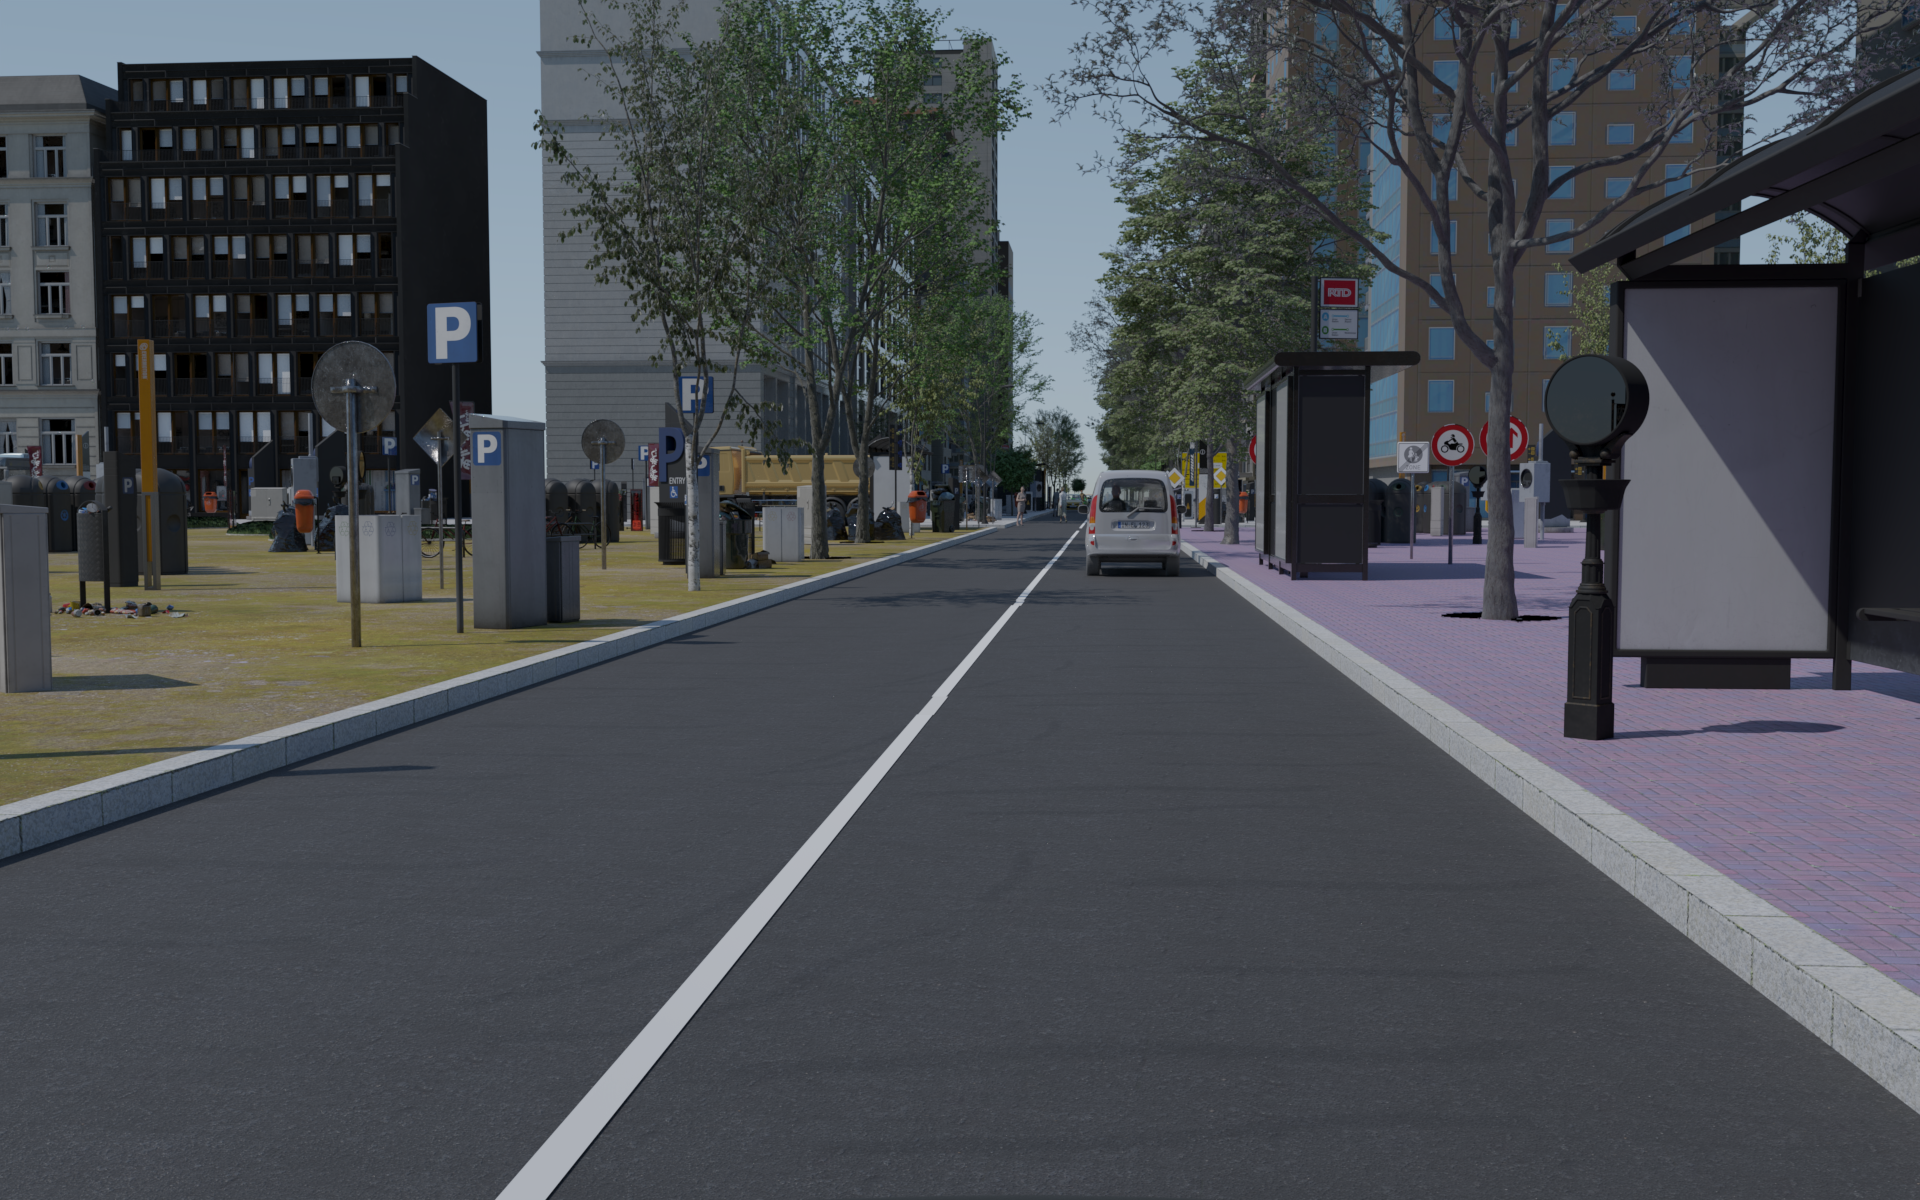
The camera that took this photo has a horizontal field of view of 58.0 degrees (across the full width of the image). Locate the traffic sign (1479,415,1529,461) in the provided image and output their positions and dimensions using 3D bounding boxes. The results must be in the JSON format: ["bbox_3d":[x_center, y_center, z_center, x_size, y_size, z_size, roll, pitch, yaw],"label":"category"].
[{"bbox_3d":[8.729,-1.698,27.874,0.768,2.556,0.104,1,4,9],"label":"traffic sign"}]

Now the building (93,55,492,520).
[{"bbox_3d":[-34.960,-16.077,92.540,15.834,23.373,12.332,0,4,5],"label":"building"}]

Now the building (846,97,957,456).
[{"bbox_3d":[-12.001,-32.975,193.771,22.147,44.769,28.867,0,4,5],"label":"building"}]

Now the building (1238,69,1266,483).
[{"bbox_3d":[40.022,-31.828,175.016,22.147,44.769,28.867,0,4,5],"label":"building"}]

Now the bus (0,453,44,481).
[{"bbox_3d":[-44.909,-4.799,73.320,13.247,3.499,2.948,0,4,6],"label":"bus"}]

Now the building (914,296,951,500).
[{"bbox_3d":[-15.907,-19.623,165.880,27.650,21.520,28.899,0,4,5],"label":"building"}]

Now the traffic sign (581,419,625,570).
[{"bbox_3d":[-6.053,-1.790,29.378,0.768,2.556,0.104,0,4,5],"label":"traffic sign"}]

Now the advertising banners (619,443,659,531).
[{"bbox_3d":[-11.175,-3.884,59.688,2.074,3.025,0.090,1,4,23],"label":"advertising banners"}]

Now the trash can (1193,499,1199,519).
[{"bbox_3d":[14.017,-5.459,100.908,0.748,1.137,0.748,0,3,0],"label":"trash can"}]

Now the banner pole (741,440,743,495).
[{"bbox_3d":[-10.092,-5.516,80.205,0.401,3.779,0.863,0,4,-4],"label":"banner pole"}]

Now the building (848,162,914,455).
[{"bbox_3d":[-14.959,-20.066,132.601,19.350,26.468,34.151,0,4,5],"label":"building"}]

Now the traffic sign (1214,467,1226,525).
[{"bbox_3d":[10.962,-4.375,72.723,0.795,2.450,0.064,1,4,11],"label":"traffic sign"}]

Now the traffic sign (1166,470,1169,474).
[{"bbox_3d":[8.776,-4.263,73.341,0.795,2.450,0.064,0,4,5],"label":"traffic sign"}]

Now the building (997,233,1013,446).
[{"bbox_3d":[1.816,-39.551,296.761,14.600,45.320,14.200,0,4,5],"label":"building"}]

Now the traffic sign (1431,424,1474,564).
[{"bbox_3d":[8.947,-1.922,31.528,0.768,2.556,0.104,0,4,7],"label":"traffic sign"}]

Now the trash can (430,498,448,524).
[{"bbox_3d":[-20.025,-3.357,66.544,0.748,1.137,0.748,0,3,0],"label":"trash can"}]

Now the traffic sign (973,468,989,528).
[{"bbox_3d":[0.727,-3.816,66.036,0.795,2.450,0.064,0,4,5],"label":"traffic sign"}]

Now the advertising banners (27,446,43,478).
[{"bbox_3d":[-32.573,-4.057,62.513,2.074,3.025,0.090,0,4,-3],"label":"advertising banners"}]

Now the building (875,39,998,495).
[{"bbox_3d":[-2.237,-51.358,277.954,20.563,71.187,20.611,0,4,5],"label":"building"}]

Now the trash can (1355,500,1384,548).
[{"bbox_3d":[9.725,-1.813,41.298,0.748,1.137,0.748,0,3,0],"label":"trash can"}]

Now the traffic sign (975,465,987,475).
[{"bbox_3d":[0.798,-4.566,74.768,0.768,2.556,0.104,1,4,8],"label":"traffic sign"}]

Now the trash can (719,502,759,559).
[{"bbox_3d":[-4.017,-1.205,31.356,0.748,1.137,0.748,0,3,0],"label":"trash can"}]

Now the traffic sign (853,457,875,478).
[{"bbox_3d":[-3.213,-3.532,57.861,0.768,2.556,0.104,1,4,10],"label":"traffic sign"}]

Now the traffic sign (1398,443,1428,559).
[{"bbox_3d":[8.904,-1.955,34.094,0.606,2.300,0.079,0,4,7],"label":"traffic sign"}]

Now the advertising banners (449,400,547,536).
[{"bbox_3d":[-8.835,-2.263,33.195,0.090,3.025,2.074,3,5,43],"label":"advertising banners"}]

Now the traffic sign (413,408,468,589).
[{"bbox_3d":[-6.999,-1.355,23.338,0.795,2.450,0.064,1,4,11],"label":"traffic sign"}]

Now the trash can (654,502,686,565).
[{"bbox_3d":[-5.173,-1.210,31.436,0.748,1.137,0.748,0,3,0],"label":"trash can"}]

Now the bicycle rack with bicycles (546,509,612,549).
[{"bbox_3d":[-9.497,-1.650,40.359,2.925,0.926,2.852,-3,4,-36],"label":"bicycle rack with bicycles"}]

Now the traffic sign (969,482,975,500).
[{"bbox_3d":[0.835,-6.515,107.707,0.795,2.450,0.064,1,4,8],"label":"traffic sign"}]

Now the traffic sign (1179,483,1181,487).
[{"bbox_3d":[12.868,-6.212,101.676,0.768,2.556,0.104,1,4,9],"label":"traffic sign"}]

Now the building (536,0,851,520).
[{"bbox_3d":[-13.989,-19.749,100.383,11.434,29.767,29.804,0,4,5],"label":"building"}]

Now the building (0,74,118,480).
[{"bbox_3d":[-58.024,-16.154,97.397,30.059,22.955,16.112,0,4,5],"label":"building"}]

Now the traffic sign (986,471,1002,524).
[{"bbox_3d":[1.410,-4.303,73.992,0.795,2.450,0.064,0,4,5],"label":"traffic sign"}]

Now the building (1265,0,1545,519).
[{"bbox_3d":[26.387,-27.910,106.446,14.600,45.320,14.200,0,4,5],"label":"building"}]

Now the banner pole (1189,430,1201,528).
[{"bbox_3d":[8.873,-4.630,65.719,0.401,3.779,0.863,-1,4,-17],"label":"banner pole"}]

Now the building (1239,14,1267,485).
[{"bbox_3d":[42.036,-46.518,198.821,20.563,71.187,20.611,0,4,5],"label":"building"}]

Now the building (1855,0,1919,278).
[{"bbox_3d":[58.781,-28.460,89.015,21.600,48.544,21.300,0,4,5],"label":"building"}]

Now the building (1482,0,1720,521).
[{"bbox_3d":[28.937,-26.795,88.211,14.200,45.320,14.600,0,4,5],"label":"building"}]

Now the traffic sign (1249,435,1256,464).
[{"bbox_3d":[6.177,-2.121,34.785,0.768,2.556,0.104,1,4,9],"label":"traffic sign"}]

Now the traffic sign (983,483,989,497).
[{"bbox_3d":[1.818,-7.419,121.413,0.768,2.556,0.104,1,4,14],"label":"traffic sign"}]

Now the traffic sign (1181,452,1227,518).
[{"bbox_3d":[11.817,-5.492,83.668,2.265,3.308,0.079,1,4,11],"label":"traffic sign"}]

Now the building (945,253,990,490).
[{"bbox_3d":[-11.215,-34.562,256.970,32.217,40.220,23.993,0,4,5],"label":"building"}]

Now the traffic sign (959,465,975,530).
[{"bbox_3d":[0.242,-3.616,61.249,0.606,2.300,0.079,1,4,14],"label":"traffic sign"}]

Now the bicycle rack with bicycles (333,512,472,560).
[{"bbox_3d":[-11.172,-1.284,34.377,2.925,0.926,2.852,1,4,14],"label":"bicycle rack with bicycles"}]

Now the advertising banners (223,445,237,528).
[{"bbox_3d":[-26.340,-4.054,62.472,0.090,3.025,2.074,-1,4,-12],"label":"advertising banners"}]

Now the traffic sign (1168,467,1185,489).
[{"bbox_3d":[8.093,-3.776,65.386,0.795,2.450,0.064,0,4,5],"label":"traffic sign"}]

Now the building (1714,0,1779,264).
[{"bbox_3d":[41.731,-27.010,133.489,32.217,40.220,23.993,0,4,5],"label":"building"}]

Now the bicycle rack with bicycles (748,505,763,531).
[{"bbox_3d":[-7.711,-2.763,58.561,2.852,0.926,2.925,-1,4,-10],"label":"bicycle rack with bicycles"}]

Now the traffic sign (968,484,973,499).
[{"bbox_3d":[0.842,-6.926,113.241,0.884,2.594,0.081,1,4,13],"label":"traffic sign"}]

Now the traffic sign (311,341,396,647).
[{"bbox_3d":[-5.059,-0.877,14.440,0.768,2.556,0.104,1,4,11],"label":"traffic sign"}]
